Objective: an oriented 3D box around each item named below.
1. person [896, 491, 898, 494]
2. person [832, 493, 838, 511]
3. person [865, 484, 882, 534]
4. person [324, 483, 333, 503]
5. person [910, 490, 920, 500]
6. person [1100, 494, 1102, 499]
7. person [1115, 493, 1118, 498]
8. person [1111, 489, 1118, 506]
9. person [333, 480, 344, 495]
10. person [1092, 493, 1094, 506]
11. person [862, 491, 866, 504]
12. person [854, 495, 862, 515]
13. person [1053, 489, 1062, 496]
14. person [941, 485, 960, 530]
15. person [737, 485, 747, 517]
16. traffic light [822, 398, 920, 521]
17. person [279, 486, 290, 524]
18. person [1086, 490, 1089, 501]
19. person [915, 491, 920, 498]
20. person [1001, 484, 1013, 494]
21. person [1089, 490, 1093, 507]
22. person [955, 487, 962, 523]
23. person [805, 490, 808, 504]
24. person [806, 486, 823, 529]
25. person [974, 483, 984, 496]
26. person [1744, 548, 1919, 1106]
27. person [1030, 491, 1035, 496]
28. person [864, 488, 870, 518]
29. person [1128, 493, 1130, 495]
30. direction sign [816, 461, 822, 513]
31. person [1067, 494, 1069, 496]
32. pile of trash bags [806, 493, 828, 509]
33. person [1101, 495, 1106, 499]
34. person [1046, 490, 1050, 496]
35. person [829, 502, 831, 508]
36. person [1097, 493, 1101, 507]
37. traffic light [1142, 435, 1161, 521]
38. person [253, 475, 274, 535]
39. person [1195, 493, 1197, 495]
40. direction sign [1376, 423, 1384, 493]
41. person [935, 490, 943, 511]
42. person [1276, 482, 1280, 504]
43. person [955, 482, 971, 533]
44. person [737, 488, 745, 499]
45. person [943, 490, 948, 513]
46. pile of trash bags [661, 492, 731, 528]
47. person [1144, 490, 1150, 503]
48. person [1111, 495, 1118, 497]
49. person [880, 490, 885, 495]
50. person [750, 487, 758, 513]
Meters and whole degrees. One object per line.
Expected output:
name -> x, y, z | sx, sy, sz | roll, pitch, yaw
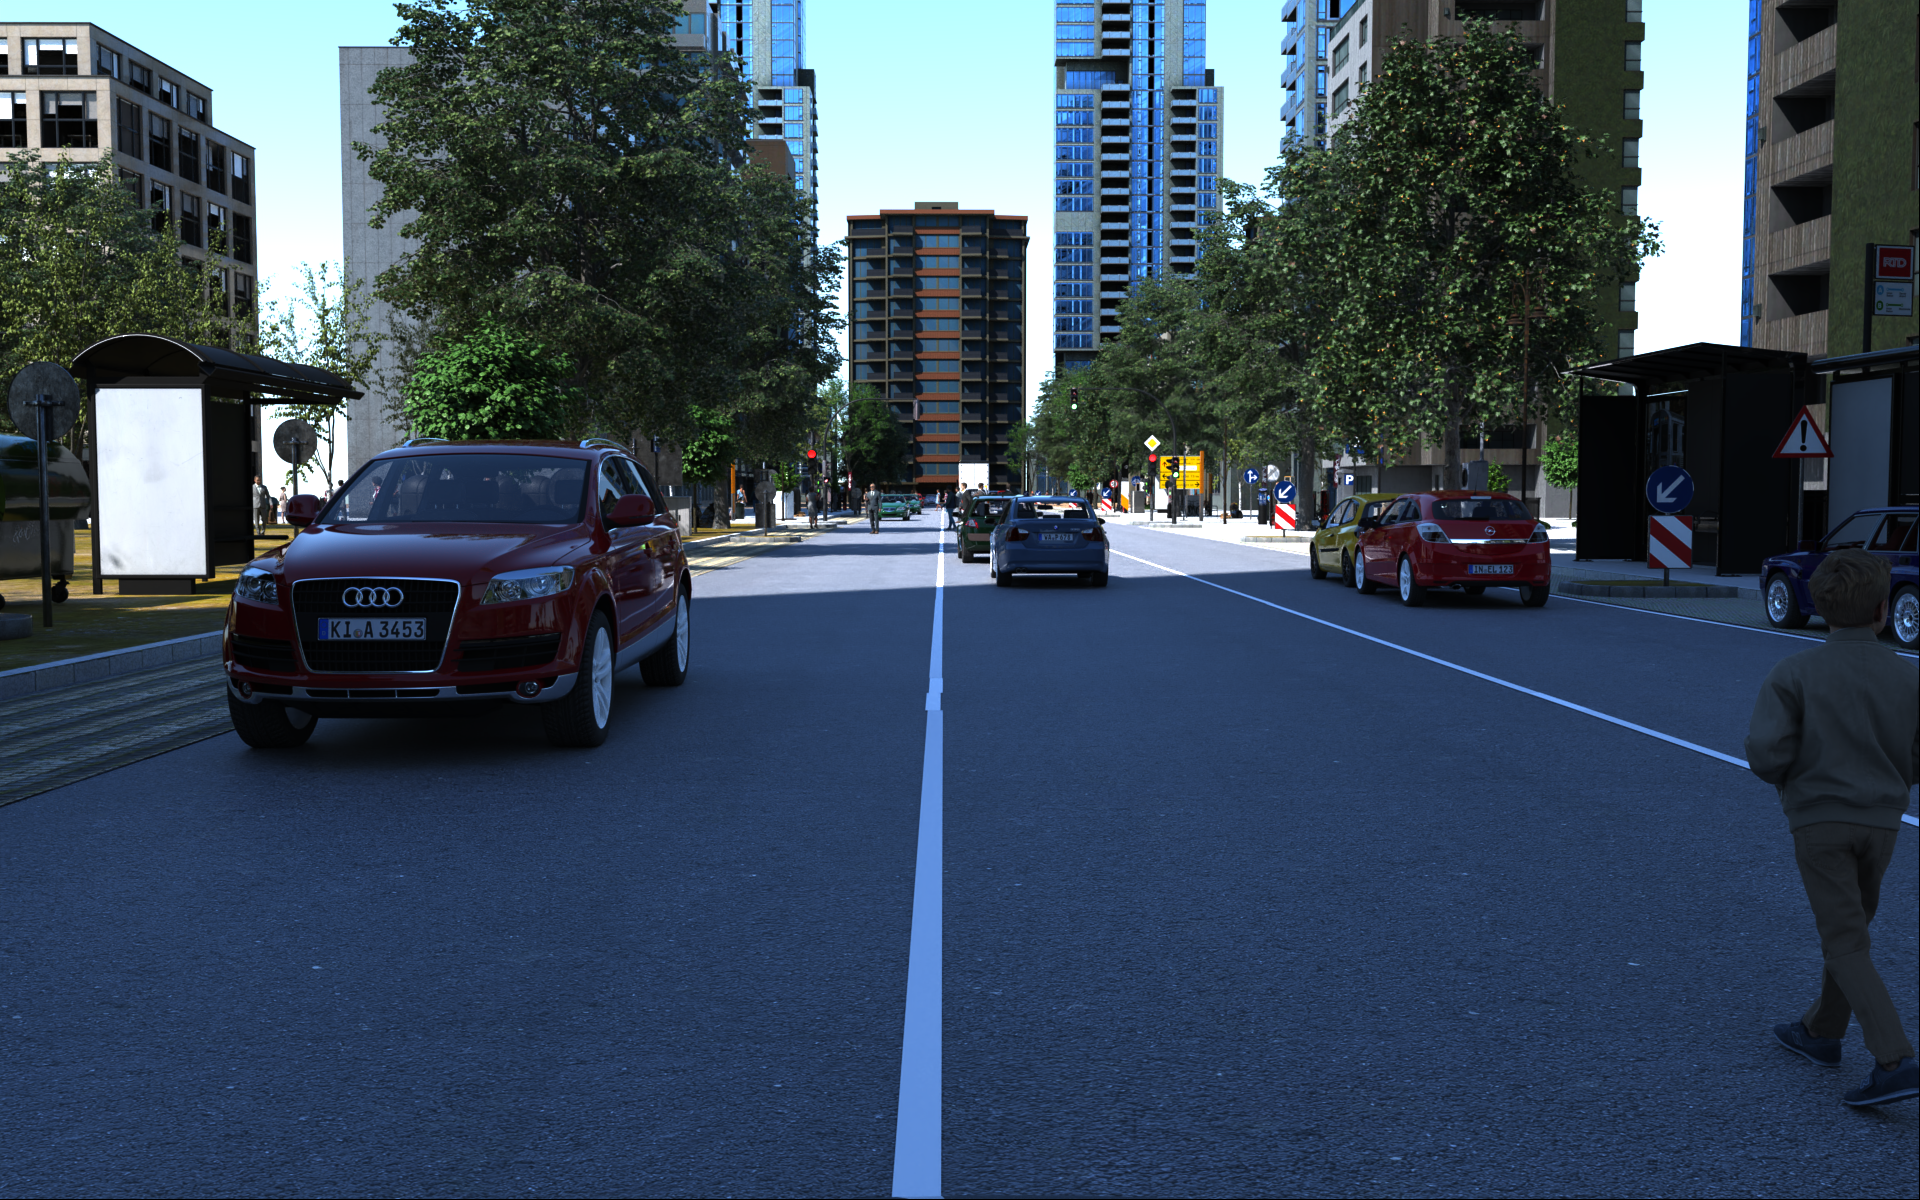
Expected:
person -> -7.795, -12.631, 214.950 | 1.348, 1.831, 0.705 | -2, 4, -25
person -> -9.479, -7.636, 130.696 | 0.447, 1.846, 0.655 | 1, 4, 11
person -> -3.140, -3.282, 62.331 | 0.661, 1.801, 0.590 | 1, 4, 21
person -> -23.487, -3.541, 64.777 | 0.563, 1.720, 0.643 | -3, 5, -43
person -> -4.569, -9.659, 166.561 | 1.348, 1.807, 0.705 | 0, 4, 5
person -> 17.556, -12.734, 214.788 | 0.434, 1.755, 0.990 | 2, 4, 30
person -> 16.072, -10.228, 173.414 | 1.348, 1.807, 0.705 | 3, 4, 39
person -> 16.274, -10.861, 183.756 | 1.348, 1.807, 0.705 | 3, 4, 37
person -> -22.146, -3.396, 61.845 | 0.678, 1.792, 0.850 | 1, 4, 23
person -> 13.376, -10.062, 172.023 | 0.415, 1.643, 0.593 | 3, 5, 42
person -> -12.682, -13.783, 231.402 | 0.705, 1.823, 1.348 | 2, 4, 24
person -> -6.554, -6.184, 109.792 | 0.661, 1.801, 0.590 | -3, 5, -42
person -> 12.450, -13.207, 221.610 | 1.348, 1.869, 0.705 | -1, 4, -20
person -> -0.378, -3.641, 68.380 | 0.721, 1.781, 0.623 | 0, 4, 5
person -> -12.222, -5.557, 97.002 | 0.616, 1.811, 0.778 | 2, 4, 27
traffic light -> -4.278, -6.571, 82.106 | 4.771, 5.953, 1.251 | 0, 4, -1
person -> -30.946, -4.319, 79.457 | 0.599, 1.781, 0.374 | 3, 4, 36
person -> 15.923, -12.797, 215.302 | 0.705, 1.821, 1.348 | 2, 4, 26
person -> -4.098, -9.412, 162.908 | 0.617, 1.759, 0.750 | 1, 4, 16
person -> 1.882, -3.744, 69.490 | 0.659, 1.850, 0.755 | 1, 4, 12
person -> 12.953, -10.040, 170.746 | 0.434, 1.755, 0.990 | 2, 4, 30
person -> -0.129, -4.731, 86.028 | 0.466, 1.800, 0.511 | 1, 4, 14
person -> -19.476, -13.128, 220.774 | 0.705, 1.812, 1.348 | -2, 4, -28
person -> -5.962, -3.826, 71.418 | 0.716, 1.782, 0.532 | 2, 4, 24
person -> 0.697, -3.177, 60.400 | 0.822, 1.834, 0.622 | -3, 5, -40
person -> 2.117, 0.526, 4.166 | 0.475, 1.303, 0.640 | -1, 4, -9
person -> 7.400, -10.196, 175.738 | 0.617, 1.759, 0.750 | -1, 4, -9
person -> -5.546, -5.788, 103.475 | 0.599, 1.781, 0.374 | -3, 4, -36
person -> 16.855, -10.340, 175.818 | 1.217, 1.736, 0.721 | 0, 4, -3
direction sign -> -9.646, -7.715, 118.136 | 0.379, 3.537, 0.876 | 3, 4, 38
person -> 13.323, -12.301, 207.120 | 1.348, 1.831, 0.705 | 2, 4, 33
pile of trash bags -> -12.041, -8.358, 146.412 | 1.912, 1.369, 3.447 | 0, 4, -3
person -> 15.947, -11.228, 190.142 | 0.750, 1.759, 0.617 | -3, 4, -38
person -> 10.861, -12.669, 213.885 | 0.721, 1.736, 1.217 | 2, 4, 26
person -> -11.708, -8.967, 157.669 | 0.505, 1.210, 0.382 | 1, 4, 11
person -> 13.997, -10.425, 177.014 | 0.721, 1.766, 1.217 | -2, 4, -29
traffic light -> 9.091, -5.706, 82.213 | 0.839, 4.253, 0.868 | 0, 4, -1
person -> -19.841, -2.626, 49.102 | 0.709, 1.813, 0.853 | -2, 4, -35
person -> 22.067, -9.337, 161.955 | 0.557, 1.426, 1.065 | -2, 4, -25
direction sign -> 12.134, -3.554, 50.103 | 0.379, 3.537, 0.876 | 0, 4, 1
person -> -1.778, -8.403, 145.991 | 0.778, 1.811, 0.616 | 1, 4, 19
person -> 13.588, -4.143, 74.006 | 0.641, 1.798, 0.478 | -3, 5, -44
person -> 0.165, -3.323, 62.610 | 0.755, 1.850, 0.659 | 0, 4, -2
person -> -15.910, -7.303, 125.621 | 0.661, 1.801, 0.590 | 2, 4, 32
person -> -0.961, -7.293, 128.574 | 0.643, 1.720, 0.563 | 0, 4, 7
pile of trash bags -> -10.441, -3.464, 66.382 | 3.447, 1.369, 1.912 | 1, 4, 23
person -> 18.901, -10.439, 176.713 | 0.705, 1.826, 1.348 | 3, 5, 40
person -> 18.341, -12.320, 207.564 | 1.348, 1.812, 0.705 | 2, 4, 28
person -> -6.643, -8.523, 148.018 | 0.661, 1.801, 0.590 | 0, 4, 4
person -> -14.196, -6.966, 120.279 | 0.623, 1.781, 0.721 | -3, 4, -38
